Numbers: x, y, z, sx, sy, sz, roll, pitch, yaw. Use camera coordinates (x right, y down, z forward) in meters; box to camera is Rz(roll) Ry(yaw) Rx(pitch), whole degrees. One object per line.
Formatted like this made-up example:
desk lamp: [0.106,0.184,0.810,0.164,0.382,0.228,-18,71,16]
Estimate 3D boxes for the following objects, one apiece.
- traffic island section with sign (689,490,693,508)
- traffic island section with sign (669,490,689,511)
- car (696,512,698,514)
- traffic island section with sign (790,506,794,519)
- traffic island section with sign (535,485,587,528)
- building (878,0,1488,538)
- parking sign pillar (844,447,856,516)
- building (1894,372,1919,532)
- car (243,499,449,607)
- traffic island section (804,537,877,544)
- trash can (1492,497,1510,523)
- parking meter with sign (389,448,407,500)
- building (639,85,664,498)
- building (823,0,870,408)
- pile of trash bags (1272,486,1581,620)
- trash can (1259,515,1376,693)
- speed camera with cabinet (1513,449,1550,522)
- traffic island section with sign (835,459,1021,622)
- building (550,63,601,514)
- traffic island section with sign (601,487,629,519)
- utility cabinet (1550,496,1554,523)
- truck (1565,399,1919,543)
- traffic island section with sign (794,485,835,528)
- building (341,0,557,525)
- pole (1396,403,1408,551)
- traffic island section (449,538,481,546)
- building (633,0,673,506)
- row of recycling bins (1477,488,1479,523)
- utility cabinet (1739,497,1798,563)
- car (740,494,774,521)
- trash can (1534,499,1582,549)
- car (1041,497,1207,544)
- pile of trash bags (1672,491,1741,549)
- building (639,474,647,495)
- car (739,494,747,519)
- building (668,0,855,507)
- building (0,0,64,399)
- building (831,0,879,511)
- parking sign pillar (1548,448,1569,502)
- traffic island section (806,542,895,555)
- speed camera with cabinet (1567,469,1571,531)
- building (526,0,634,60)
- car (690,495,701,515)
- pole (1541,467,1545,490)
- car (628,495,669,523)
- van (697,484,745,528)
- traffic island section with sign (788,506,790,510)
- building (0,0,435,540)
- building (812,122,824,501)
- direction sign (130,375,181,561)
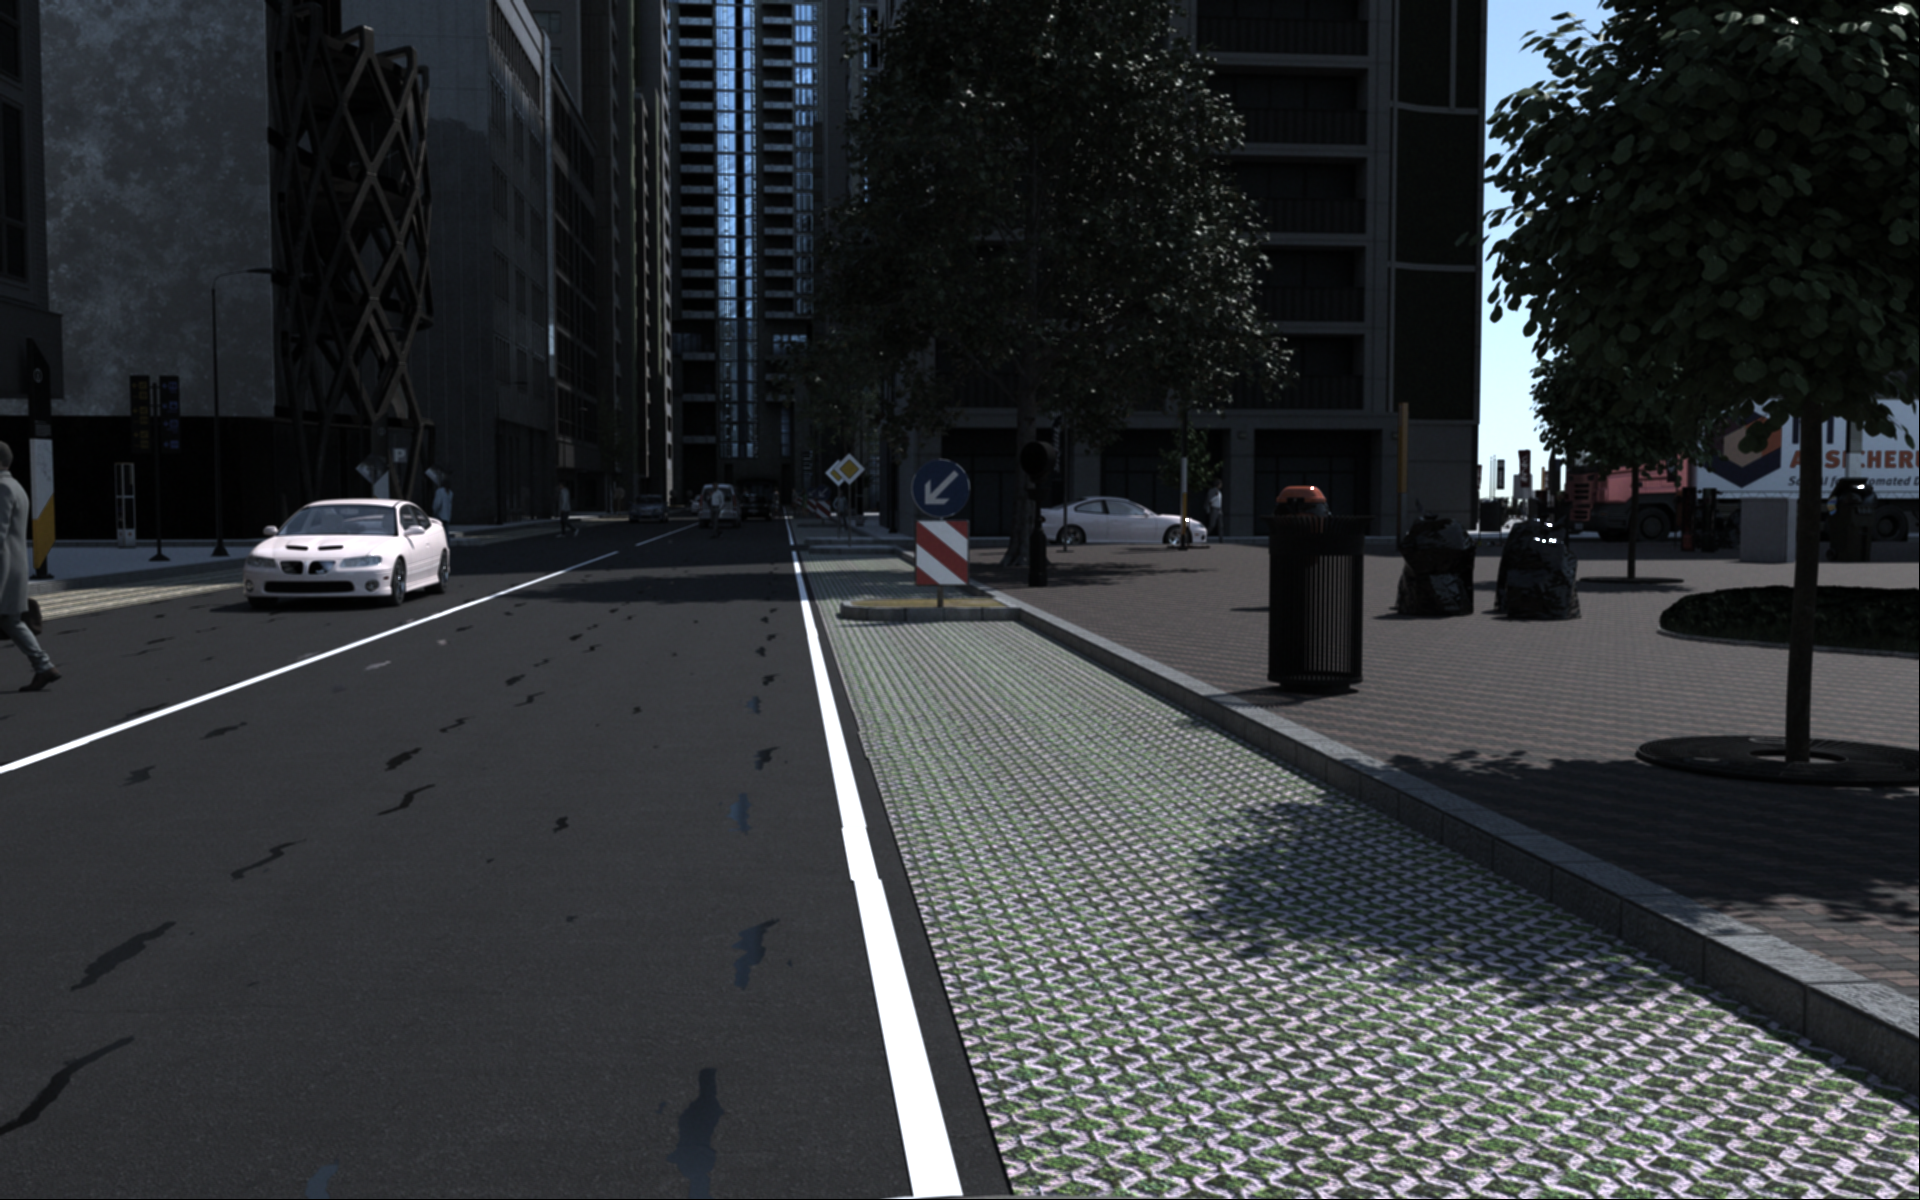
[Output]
traffic island section with sign: [-27.761,-10.372,178.211,1.989,1.847,2.006,0,4,-6]
traffic island section with sign: [-24.937,-8.705,150.960,1.989,1.847,2.006,0,4,-6]
car: [-18.701,-7.089,128.481,1.945,1.354,3.894,0,4,-5]
traffic island section with sign: [-8.790,-5.674,101.389,1.989,1.847,2.006,0,4,-6]
traffic island section with sign: [-16.949,-3.980,73.697,1.989,1.847,2.006,0,4,-6]
building: [7.868,-37.997,59.499,20.611,71.187,20.563,0,4,-6]
parking sign pillar: [-6.378,-6.826,100.070,1.447,3.967,1.447,-1,4,-15]
building: [34.948,-23.036,60.235,14.086,41.232,14.154,0,4,-6]
car: [-8.204,-0.681,23.497,2.083,1.381,4.827,0,4,-5]
traffic island section: [-3.486,-1.702,50.108,2.009,0.180,2.903,0,4,-6]
trash can: [23.851,-3.959,76.391,0.748,1.137,0.748,0,3,0]
parking meter with sign: [-21.686,-4.298,66.527,0.543,3.016,1.738,-2,4,-30]
building: [-36.588,-29.648,168.336,14.154,41.232,14.086,0,4,-6]
building: [-3.098,-38.583,172.823,21.231,58.520,28.212,0,4,-6]
pile of trash bags: [5.104,-0.569,19.056,3.447,1.369,1.912,2,4,28]
trash can: [2.327,0.020,11.327,0.748,1.137,0.748,0,3,0]
speed camera with cabinet: [25.505,-5.073,77.283,2.038,3.252,0.660,-3,4,-39]
traffic island section with sign: [-0.397,-0.712,20.265,1.989,1.847,2.006,0,4,-6]
building: [-29.706,-18.883,102.240,14.314,27.812,24.014,0,4,-6]
traffic island section with sign: [-19.720,-5.620,100.510,1.989,1.847,2.006,0,4,-6]
utility cabinet: [24.084,-3.544,69.114,0.306,1.237,1.020,-3,5,-40]
truck: [22.161,-3.640,48.426,11.283,4.237,2.839,0,4,-4]
traffic island section with sign: [-6.018,-4.034,74.577,1.989,1.847,2.006,0,4,-6]
building: [-26.149,-16.012,79.820,12.078,24.808,19.932,0,4,-6]
pole: [9.905,-2.749,38.783,0.158,3.312,0.155,0,3,0]
traffic island section: [-14.719,-1.631,48.955,2.009,0.180,2.903,0,4,-6]
building: [-45.609,-39.397,186.140,28.212,58.520,21.231,0,4,-6]
row of recycling bins: [21.826,-4.335,77.986,1.069,1.692,3.534,-3,4,-36]
utility cabinet: [15.327,-1.326,32.843,0.306,1.237,1.020,-2,4,-28]
car: [-10.929,-5.040,92.192,2.009,1.686,4.222,0,4,-4]
trash can: [11.908,-1.413,34.758,0.748,1.137,0.748,0,3,0]
car: [4.075,-2.023,45.439,4.827,1.381,2.083,0,4,-6]
pile of trash bags: [18.587,-1.993,42.330,1.912,1.369,3.447,-1,4,-13]
building: [-43.606,-27.870,147.550,32.217,40.220,23.993,0,4,-6]
car: [-13.062,-5.472,99.252,2.009,1.686,4.222,0,4,-7]
building: [-29.563,-55.304,216.890,31.000,86.520,22.319,0,4,-6]
building: [-20.186,-13.562,15.251,14.314,27.812,24.014,0,4,-6]
building: [-0.262,-50.723,141.990,22.319,86.520,31.000,0,4,-6]
parking sign pillar: [32.897,-6.571,95.907,1.447,3.967,1.447,1,4,9]
traffic island section: [-2.665,-1.216,42.165,2.009,0.180,2.903,0,4,-6]
speed camera with cabinet: [22.159,-4.026,60.161,2.038,3.252,0.660,1,4,20]
building: [-31.840,-27.258,129.255,14.154,41.232,14.086,0,4,-6]
car: [-17.923,-6.691,121.764,2.083,1.381,4.827,0,4,-8]
pole: [43.498,-8.281,129.240,0.158,3.312,0.155,0,3,0]
car: [-15.615,-4.588,87.010,2.014,1.417,4.499,0,4,-6]
van: [-10.230,-4.091,73.893,2.013,2.044,4.112,0,4,-5]
traffic island section with sign: [-14.002,-8.756,151.785,1.989,1.847,2.006,0,4,-6]
building: [-26.122,-11.529,55.958,16.820,18.784,16.811,0,4,-6]
building: [-9.491,-31.217,193.986,14.154,41.232,14.086,0,4,-6]
direction sign: [-15.381,-2.518,33.173,0.876,3.537,0.379,-1,4,-9]
